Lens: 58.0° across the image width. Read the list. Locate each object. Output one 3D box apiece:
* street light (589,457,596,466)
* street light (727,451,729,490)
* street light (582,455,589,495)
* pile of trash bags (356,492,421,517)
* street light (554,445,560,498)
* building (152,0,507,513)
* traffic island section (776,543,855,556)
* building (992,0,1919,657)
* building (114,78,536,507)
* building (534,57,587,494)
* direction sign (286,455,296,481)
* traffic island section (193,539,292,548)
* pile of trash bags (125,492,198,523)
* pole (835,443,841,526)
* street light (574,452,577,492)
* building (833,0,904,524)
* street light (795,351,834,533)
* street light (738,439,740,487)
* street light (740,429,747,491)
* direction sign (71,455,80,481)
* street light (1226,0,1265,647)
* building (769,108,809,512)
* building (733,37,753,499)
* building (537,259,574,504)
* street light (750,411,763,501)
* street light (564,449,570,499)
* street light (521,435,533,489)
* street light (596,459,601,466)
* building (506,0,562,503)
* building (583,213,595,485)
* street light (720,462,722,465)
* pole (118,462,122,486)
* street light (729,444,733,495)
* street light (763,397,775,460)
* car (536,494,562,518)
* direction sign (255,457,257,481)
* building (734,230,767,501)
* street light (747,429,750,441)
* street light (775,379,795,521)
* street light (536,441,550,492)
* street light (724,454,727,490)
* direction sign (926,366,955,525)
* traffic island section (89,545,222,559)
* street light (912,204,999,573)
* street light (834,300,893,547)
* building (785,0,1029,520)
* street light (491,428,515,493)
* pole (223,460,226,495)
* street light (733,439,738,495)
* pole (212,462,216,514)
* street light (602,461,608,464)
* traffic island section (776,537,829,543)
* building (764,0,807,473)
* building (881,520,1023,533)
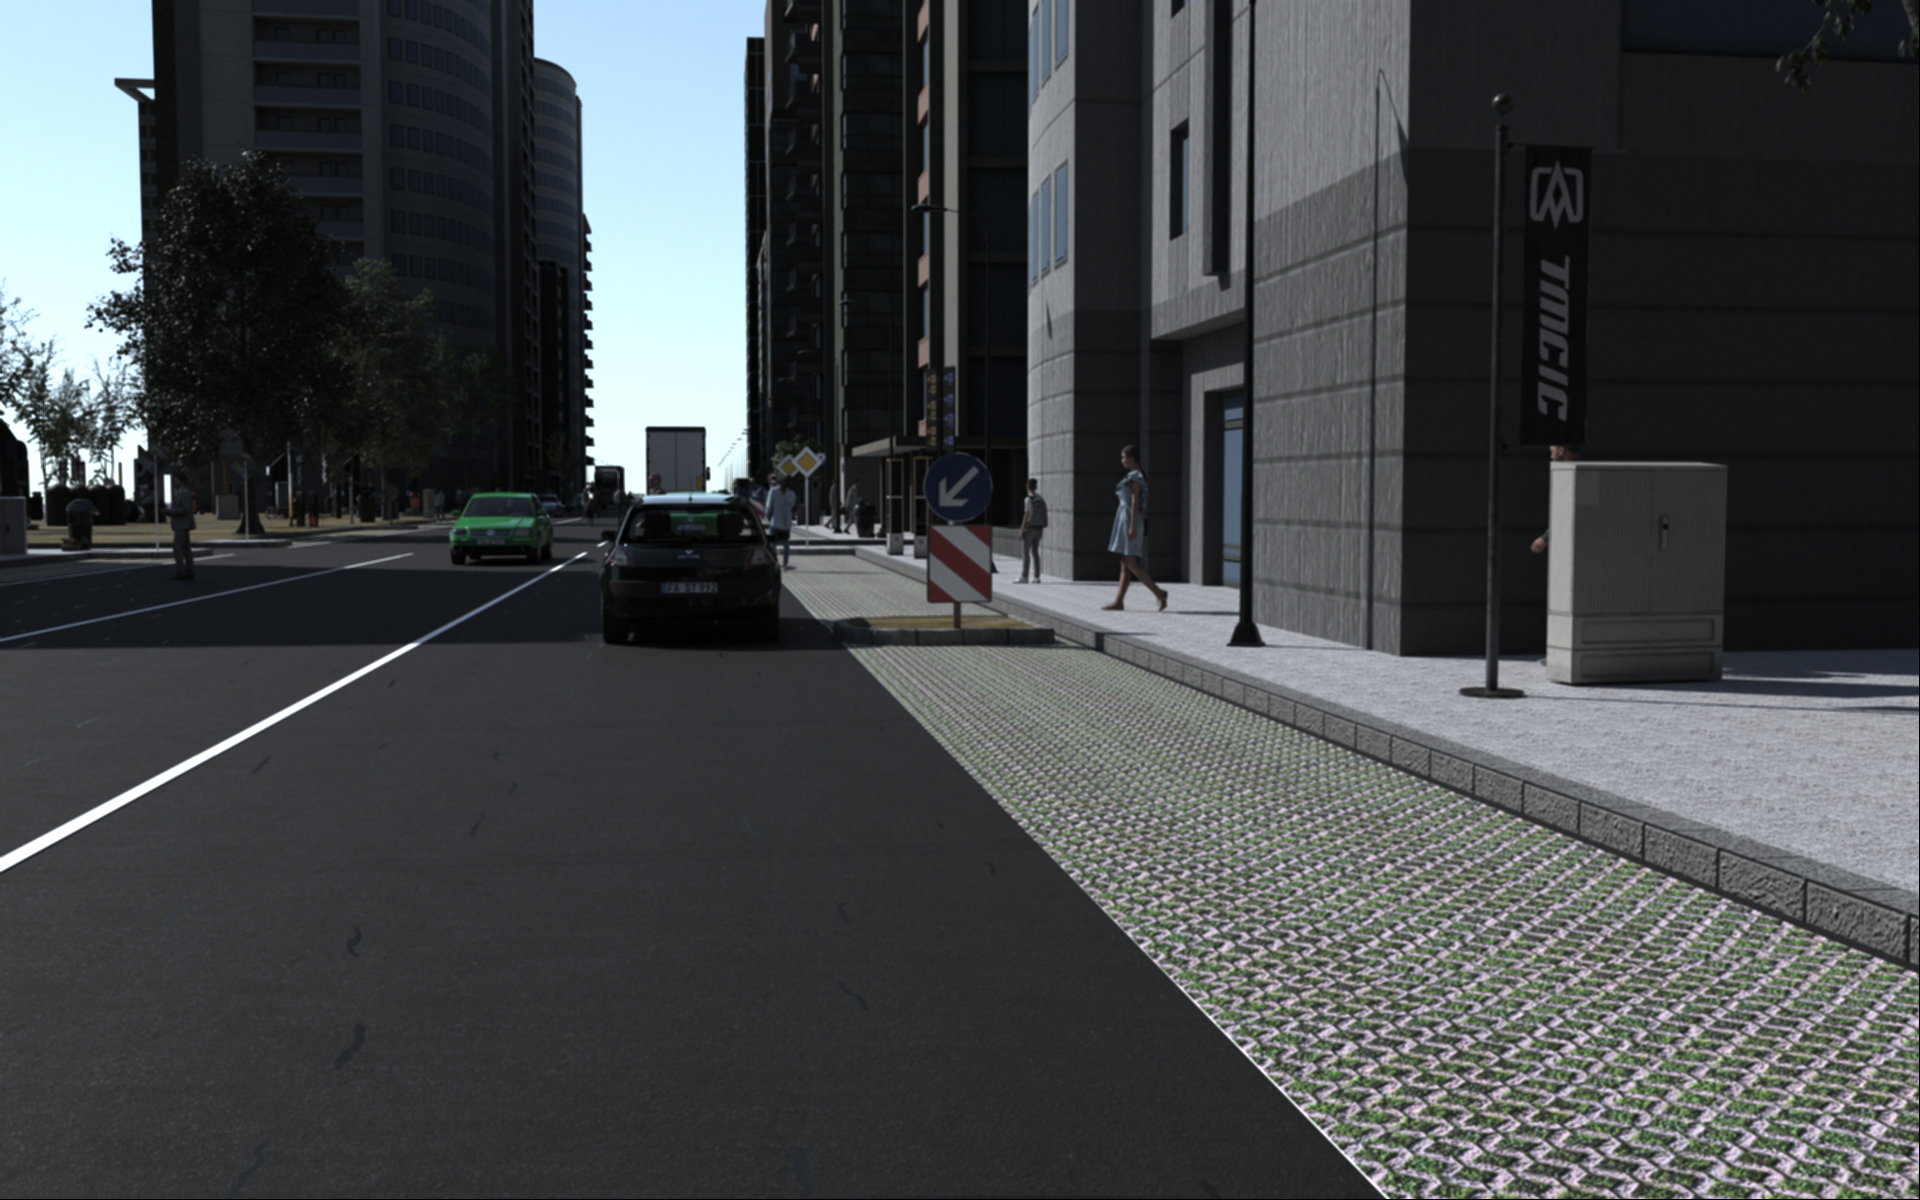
[{"bbox_3d":[-47.147,-15.056,218.713,1.470,5.913,1.316,-1,4,-9],"label":"street light"},{"bbox_3d":[-22.190,-12.216,172.268,1.470,5.913,1.316,-1,4,-9],"label":"street light"},{"bbox_3d":[-45.117,-14.230,205.196,1.470,5.913,1.316,-1,4,-9],"label":"street light"},{"bbox_3d":[-31.631,-5.269,95.894,3.447,1.369,1.912,-1,4,-21],"label":"pile of trash bags"},{"bbox_3d":[-38.974,-11.776,165.074,1.470,5.913,1.316,-1,4,-9],"label":"street light"},{"bbox_3d":[-46.763,-36.108,132.367,21.231,58.520,28.212,-1,4,-9],"label":"building"},{"bbox_3d":[-3.630,-1.185,41.660,2.009,0.180,2.903,-1,4,-9],"label":"traffic island section"},{"bbox_3d":[11.731,-29.679,27.259,21.231,58.520,28.212,-1,4,-9],"label":"building"},{"bbox_3d":[-55.921,-28.502,157.888,32.217,40.220,23.993,-1,4,-9],"label":"building"},{"bbox_3d":[-61.817,-42.164,231.384,21.231,58.520,28.212,-1,4,-9],"label":"building"},{"bbox_3d":[-39.237,-6.717,101.814,0.379,3.537,0.876,2,4,29],"label":"direction sign"},{"bbox_3d":[-19.508,-1.532,47.328,2.009,0.180,2.903,-1,4,-9],"label":"traffic island section"},{"bbox_3d":[-36.364,-4.209,78.573,3.447,1.369,1.912,0,4,-4],"label":"pile of trash bags"},{"bbox_3d":[-4.859,-4.593,68.941,0.158,3.312,0.155,0,3,0],"label":"pole"},{"bbox_3d":[-43.235,-13.475,192.856,1.470,5.913,1.316,-1,4,-9],"label":"street light"},{"bbox_3d":[0.895,-18.971,81.882,14.160,30.474,14.107,-1,4,-9],"label":"building"},{"bbox_3d":[-4.532,-5.128,56.391,1.470,5.913,1.316,-1,4,-9],"label":"street light"},{"bbox_3d":[-15.858,-9.708,131.272,1.470,5.913,1.316,-1,4,-9],"label":"street light"},{"bbox_3d":[-14.818,-9.260,123.936,1.470,5.913,1.316,-1,4,-9],"label":"street light"},{"bbox_3d":[-51.248,-6.633,100.450,0.876,3.537,0.379,2,4,30],"label":"direction sign"},{"bbox_3d":[1.887,-2.562,14.424,1.470,5.913,1.316,-1,4,-9],"label":"street light"},{"bbox_3d":[-7.759,-22.163,134.066,14.160,30.474,14.107,-1,4,-9],"label":"building"},{"bbox_3d":[-25.323,-51.002,272.137,20.563,71.187,20.611,-1,4,-9],"label":"building"},{"bbox_3d":[-55.013,-26.884,211.258,14.160,30.474,14.107,-1,4,-9],"label":"building"},{"bbox_3d":[-10.805,-7.606,96.903,1.470,5.913,1.316,-1,4,-9],"label":"street light"},{"bbox_3d":[-40.969,-12.603,178.592,1.470,5.913,1.316,-1,4,-9],"label":"street light"},{"bbox_3d":[-34.691,-10.059,137.006,1.470,5.913,1.316,-1,4,-9],"label":"street light"},{"bbox_3d":[-49.273,-15.882,232.212,1.470,5.913,1.316,-1,4,-9],"label":"street light"},{"bbox_3d":[-52.867,-45.410,180.701,20.563,71.187,20.611,-1,4,-9],"label":"building"},{"bbox_3d":[-66.797,-37.056,260.488,22.147,44.769,28.867,-1,4,-9],"label":"building"},{"bbox_3d":[-28.480,-14.722,213.240,1.470,5.913,1.316,-1,4,-9],"label":"street light"},{"bbox_3d":[-53.551,-7.135,110.498,0.158,3.312,0.155,0,3,0],"label":"pole"},{"bbox_3d":[-20.209,-11.389,158.747,1.470,5.913,1.316,-1,4,-9],"label":"street light"},{"bbox_3d":[-8.580,-6.782,83.419,1.470,5.913,1.316,-1,4,-9],"label":"street light"},{"bbox_3d":[-25.552,-5.800,106.825,2.014,1.417,4.499,-1,4,-10],"label":"car"},{"bbox_3d":[-42.549,-6.862,104.197,0.379,3.537,0.876,1,4,9],"label":"direction sign"},{"bbox_3d":[-16.631,-34.251,251.887,32.217,40.220,23.993,-1,4,-9],"label":"building"},{"bbox_3d":[-12.622,-8.435,110.448,1.470,5.913,1.316,-1,4,-9],"label":"street light"},{"bbox_3d":[-6.597,-5.955,69.899,1.470,5.913,1.316,-1,4,-9],"label":"street light"},{"bbox_3d":[-36.850,-10.950,151.575,1.470,5.913,1.316,-1,4,-9],"label":"street light"},{"bbox_3d":[-24.263,-13.056,186.010,1.470,5.913,1.316,-1,4,-9],"label":"street light"},{"bbox_3d":[-0.348,-2.390,31.075,0.379,3.537,0.876,-3,4,-36],"label":"direction sign"},{"bbox_3d":[-18.303,-1.049,39.434,2.009,0.180,2.903,-1,4,-9],"label":"traffic island section"},{"bbox_3d":[-0.079,-3.392,27.999,1.470,5.913,1.316,-1,4,-9],"label":"street light"},{"bbox_3d":[-2.193,-4.233,41.752,1.470,5.913,1.316,-1,4,-9],"label":"street light"},{"bbox_3d":[0.254,-27.920,111.120,22.147,44.769,28.867,-1,4,-9],"label":"building"},{"bbox_3d":[-32.545,-9.174,122.541,1.470,5.913,1.316,-1,4,-9],"label":"street light"},{"bbox_3d":[-44.039,-6.720,103.719,0.158,3.312,0.155,0,3,0],"label":"pole"},{"bbox_3d":[-17.978,-10.547,144.976,1.470,5.913,1.316,-1,4,-9],"label":"street light"},{"bbox_3d":[-46.983,-7.045,109.021,0.158,3.312,0.155,0,3,0],"label":"pole"},{"bbox_3d":[-51.225,-16.730,246.080,1.470,5.913,1.316,-1,4,-9],"label":"street light"},{"bbox_3d":[-4.835,-1.668,49.554,2.009,0.180,2.903,-1,4,-9],"label":"traffic island section"},{"bbox_3d":[-9.338,-30.439,147.795,14.600,45.320,14.200,-1,4,-9],"label":"building"},{"bbox_3d":[10.744,-24.967,62.842,28.867,44.769,22.147,-1,4,-9],"label":"building"}]
